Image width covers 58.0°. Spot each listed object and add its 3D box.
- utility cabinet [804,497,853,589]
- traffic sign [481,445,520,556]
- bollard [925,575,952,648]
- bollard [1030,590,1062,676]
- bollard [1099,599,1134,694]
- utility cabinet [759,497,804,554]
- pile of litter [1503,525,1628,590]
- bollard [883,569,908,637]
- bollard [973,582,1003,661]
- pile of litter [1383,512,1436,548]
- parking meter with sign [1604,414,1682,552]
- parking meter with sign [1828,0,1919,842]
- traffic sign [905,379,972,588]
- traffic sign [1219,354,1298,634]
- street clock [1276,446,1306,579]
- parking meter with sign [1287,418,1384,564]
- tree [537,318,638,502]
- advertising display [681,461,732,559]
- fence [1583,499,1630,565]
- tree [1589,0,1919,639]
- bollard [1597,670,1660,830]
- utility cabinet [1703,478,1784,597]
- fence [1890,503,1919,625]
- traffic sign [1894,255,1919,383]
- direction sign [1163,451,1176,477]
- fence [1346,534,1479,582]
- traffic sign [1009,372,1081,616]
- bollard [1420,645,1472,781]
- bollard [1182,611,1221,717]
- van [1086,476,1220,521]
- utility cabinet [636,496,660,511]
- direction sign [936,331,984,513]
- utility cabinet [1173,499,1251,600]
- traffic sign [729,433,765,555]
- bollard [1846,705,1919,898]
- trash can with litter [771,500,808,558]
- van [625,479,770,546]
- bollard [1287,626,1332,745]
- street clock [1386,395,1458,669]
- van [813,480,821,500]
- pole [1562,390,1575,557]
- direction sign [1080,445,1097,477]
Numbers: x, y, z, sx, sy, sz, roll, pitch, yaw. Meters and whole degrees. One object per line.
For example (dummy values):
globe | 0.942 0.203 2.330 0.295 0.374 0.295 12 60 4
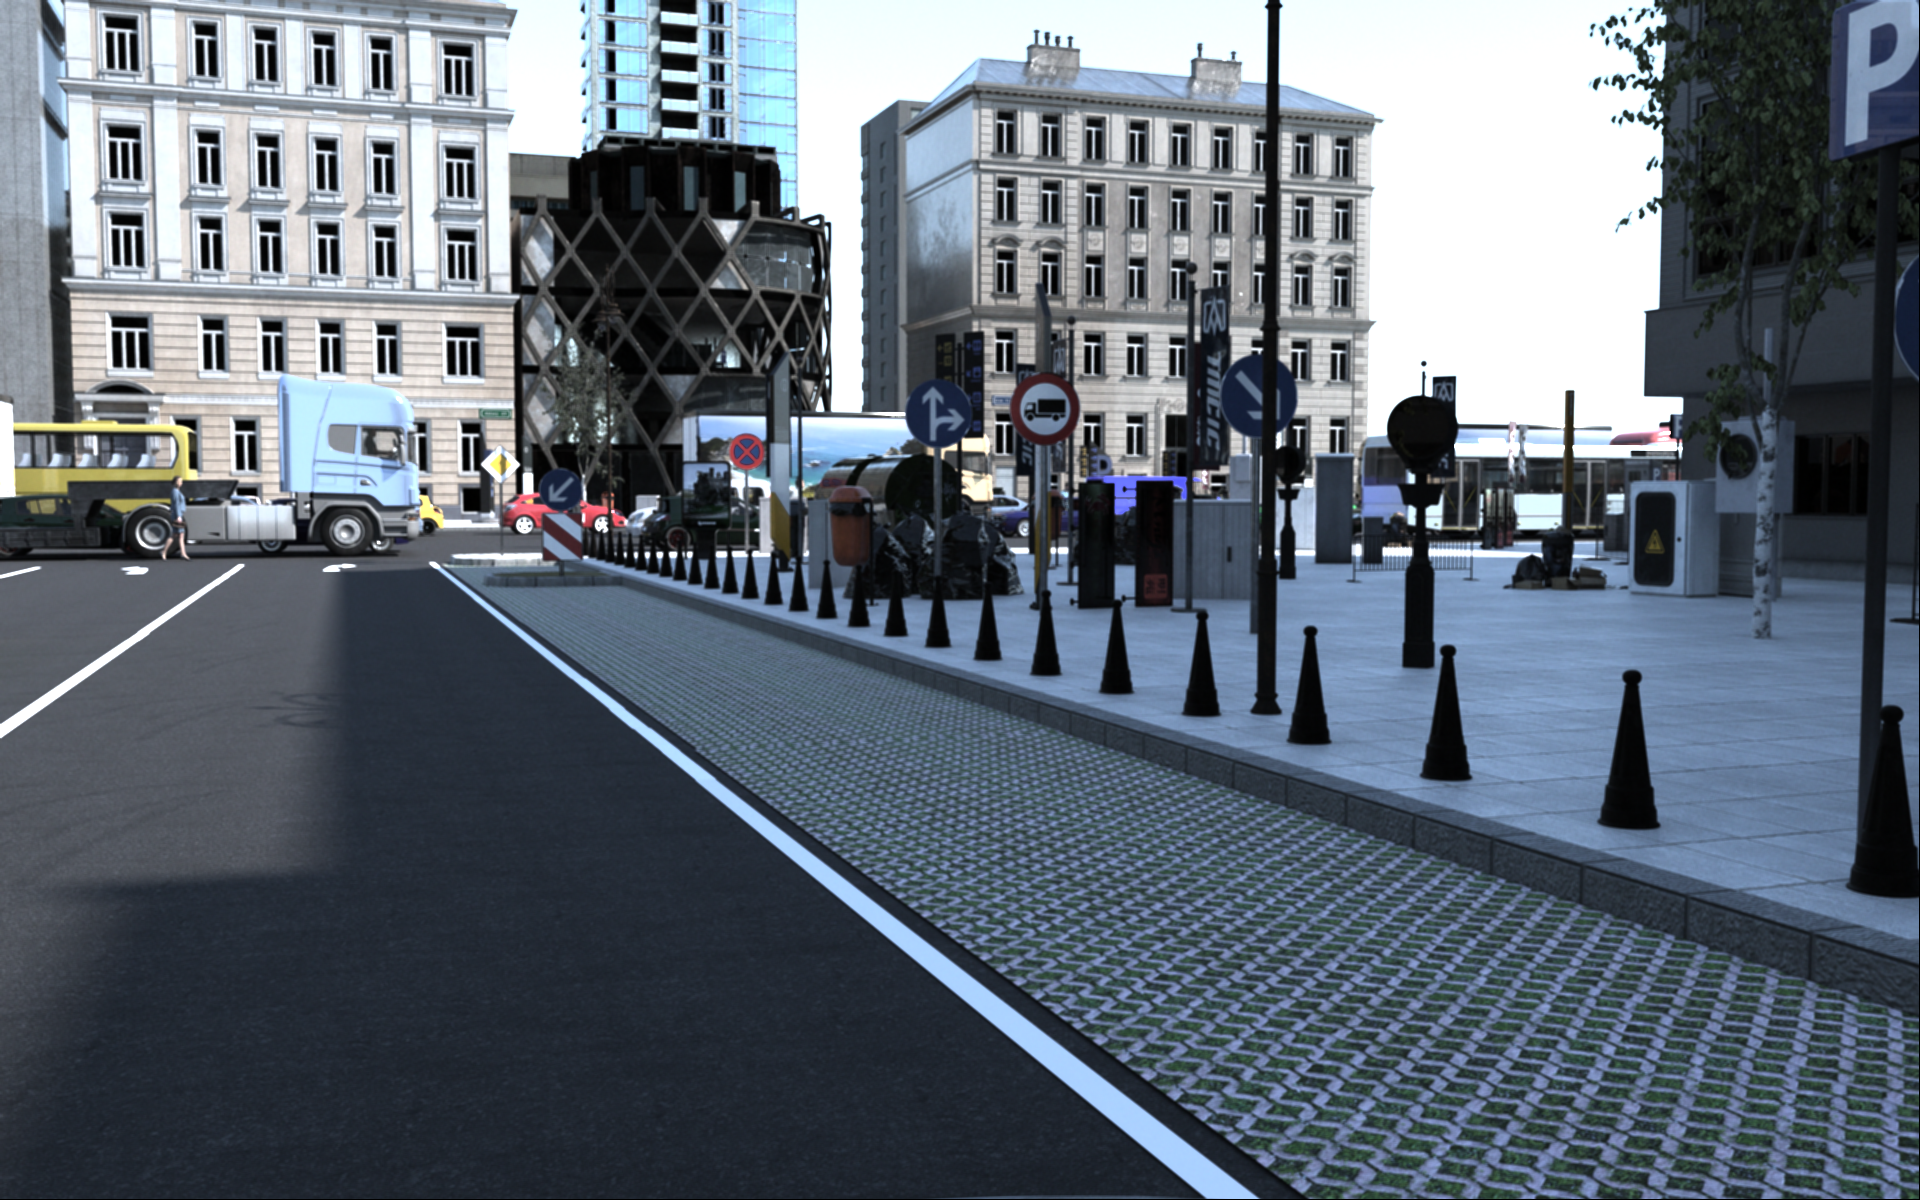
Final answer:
utility cabinet | -1.772 -0.778 23.881 0.306 1.237 1.020 1 4 18
traffic sign | -9.432 -1.954 35.596 0.795 2.450 0.064 -1 4 -19
bollard | -0.184 0.091 14.553 0.229 0.601 0.229 0 3 0
bollard | 0.612 0.228 12.306 0.229 0.601 0.229 0 3 0
bollard | 1.013 0.297 11.189 0.229 0.601 0.229 0 3 0
utility cabinet | -3.802 -1.594 37.222 1.020 1.237 0.306 0 4 -4
pile of litter | 8.269 -0.587 23.568 1.719 0.858 1.176 1 4 12
bollard | -0.581 0.022 15.676 0.229 0.601 0.229 0 3 0
bollard | 0.217 0.160 13.426 0.229 0.601 0.229 0 3 0
pile of litter | 10.873 -1.721 42.106 1.719 0.858 1.176 -1 4 -16
parking meter with sign | 15.115 -2.573 38.331 0.543 3.016 1.738 -2 4 -35
parking meter with sign | 4.035 -0.606 6.175 1.738 3.016 0.543 -1 4 -8
traffic sign | -0.248 -1.172 19.271 0.768 2.556 0.104 -1 4 -14
traffic sign | 2.710 -0.964 15.869 0.768 2.556 0.104 -1 4 -13
street clock | 4.950 -1.318 26.126 0.471 2.002 0.358 3 4 37
parking meter with sign | 6.941 -2.190 32.065 1.738 3.016 0.543 1 4 8
tree | -15.559 -7.429 71.821 4.360 8.622 3.978 0 3 0
advertising display | -4.971 -1.758 33.957 0.974 1.923 0.123 0 4 5
fence | 12.264 -1.305 32.548 0.480 1.192 2.264 0 4 5
tree | 7.372 -3.969 15.257 4.737 8.622 4.395 0 3 0
bollard | 2.599 0.571 6.713 0.229 0.601 0.229 0 3 0
utility cabinet | 9.828 -0.803 21.801 0.318 1.500 1.173 -1 4 -12
fence | 10.499 -0.371 17.265 2.264 1.192 0.480 0 4 -6
traffic sign | 5.017 -0.534 8.840 0.768 2.556 0.104 -1 4 -14
direction sign | 10.965 -6.045 90.831 0.379 3.537 0.876 -3 5 -42
fence | 6.689 -0.622 25.537 2.069 0.683 0.278 -1 4 -17
traffic sign | 0.883 -1.108 18.219 0.768 2.556 0.104 -1 4 -11
bollard | 2.202 0.502 7.832 0.229 0.601 0.229 0 3 0
bollard | 1.406 0.365 10.069 0.229 0.601 0.229 0 3 0
van | 6.992 -3.438 60.590 5.245 2.365 2.240 -1 4 -19
utility cabinet | -13.305 -3.833 73.834 1.020 1.237 0.306 1 4 20
direction sign | -0.006 -1.984 24.429 0.876 3.537 0.379 3 5 41
utility cabinet | 3.112 -0.612 21.172 1.020 1.237 0.306 1 4 14
traffic sign | -4.499 -2.228 36.536 0.768 2.556 0.104 -1 4 -19
bollard | 2.997 0.639 5.591 0.229 0.601 0.229 0 3 0
trash can with litter | -3.412 -1.438 34.892 0.624 1.170 1.055 1 4 14
van | -7.362 -2.563 48.913 4.112 2.044 2.013 -1 4 -18
bollard | 1.808 0.434 8.952 0.229 0.601 0.229 0 3 0
street clock | 3.402 -0.503 12.790 0.471 2.002 0.358 2 4 31
van | -1.978 -2.470 47.400 4.112 2.044 2.013 -1 4 -18
pole | 11.909 -2.451 33.917 0.158 3.312 0.155 0 3 0
direction sign | 5.995 -5.434 80.838 0.876 3.537 0.379 -1 4 -22
